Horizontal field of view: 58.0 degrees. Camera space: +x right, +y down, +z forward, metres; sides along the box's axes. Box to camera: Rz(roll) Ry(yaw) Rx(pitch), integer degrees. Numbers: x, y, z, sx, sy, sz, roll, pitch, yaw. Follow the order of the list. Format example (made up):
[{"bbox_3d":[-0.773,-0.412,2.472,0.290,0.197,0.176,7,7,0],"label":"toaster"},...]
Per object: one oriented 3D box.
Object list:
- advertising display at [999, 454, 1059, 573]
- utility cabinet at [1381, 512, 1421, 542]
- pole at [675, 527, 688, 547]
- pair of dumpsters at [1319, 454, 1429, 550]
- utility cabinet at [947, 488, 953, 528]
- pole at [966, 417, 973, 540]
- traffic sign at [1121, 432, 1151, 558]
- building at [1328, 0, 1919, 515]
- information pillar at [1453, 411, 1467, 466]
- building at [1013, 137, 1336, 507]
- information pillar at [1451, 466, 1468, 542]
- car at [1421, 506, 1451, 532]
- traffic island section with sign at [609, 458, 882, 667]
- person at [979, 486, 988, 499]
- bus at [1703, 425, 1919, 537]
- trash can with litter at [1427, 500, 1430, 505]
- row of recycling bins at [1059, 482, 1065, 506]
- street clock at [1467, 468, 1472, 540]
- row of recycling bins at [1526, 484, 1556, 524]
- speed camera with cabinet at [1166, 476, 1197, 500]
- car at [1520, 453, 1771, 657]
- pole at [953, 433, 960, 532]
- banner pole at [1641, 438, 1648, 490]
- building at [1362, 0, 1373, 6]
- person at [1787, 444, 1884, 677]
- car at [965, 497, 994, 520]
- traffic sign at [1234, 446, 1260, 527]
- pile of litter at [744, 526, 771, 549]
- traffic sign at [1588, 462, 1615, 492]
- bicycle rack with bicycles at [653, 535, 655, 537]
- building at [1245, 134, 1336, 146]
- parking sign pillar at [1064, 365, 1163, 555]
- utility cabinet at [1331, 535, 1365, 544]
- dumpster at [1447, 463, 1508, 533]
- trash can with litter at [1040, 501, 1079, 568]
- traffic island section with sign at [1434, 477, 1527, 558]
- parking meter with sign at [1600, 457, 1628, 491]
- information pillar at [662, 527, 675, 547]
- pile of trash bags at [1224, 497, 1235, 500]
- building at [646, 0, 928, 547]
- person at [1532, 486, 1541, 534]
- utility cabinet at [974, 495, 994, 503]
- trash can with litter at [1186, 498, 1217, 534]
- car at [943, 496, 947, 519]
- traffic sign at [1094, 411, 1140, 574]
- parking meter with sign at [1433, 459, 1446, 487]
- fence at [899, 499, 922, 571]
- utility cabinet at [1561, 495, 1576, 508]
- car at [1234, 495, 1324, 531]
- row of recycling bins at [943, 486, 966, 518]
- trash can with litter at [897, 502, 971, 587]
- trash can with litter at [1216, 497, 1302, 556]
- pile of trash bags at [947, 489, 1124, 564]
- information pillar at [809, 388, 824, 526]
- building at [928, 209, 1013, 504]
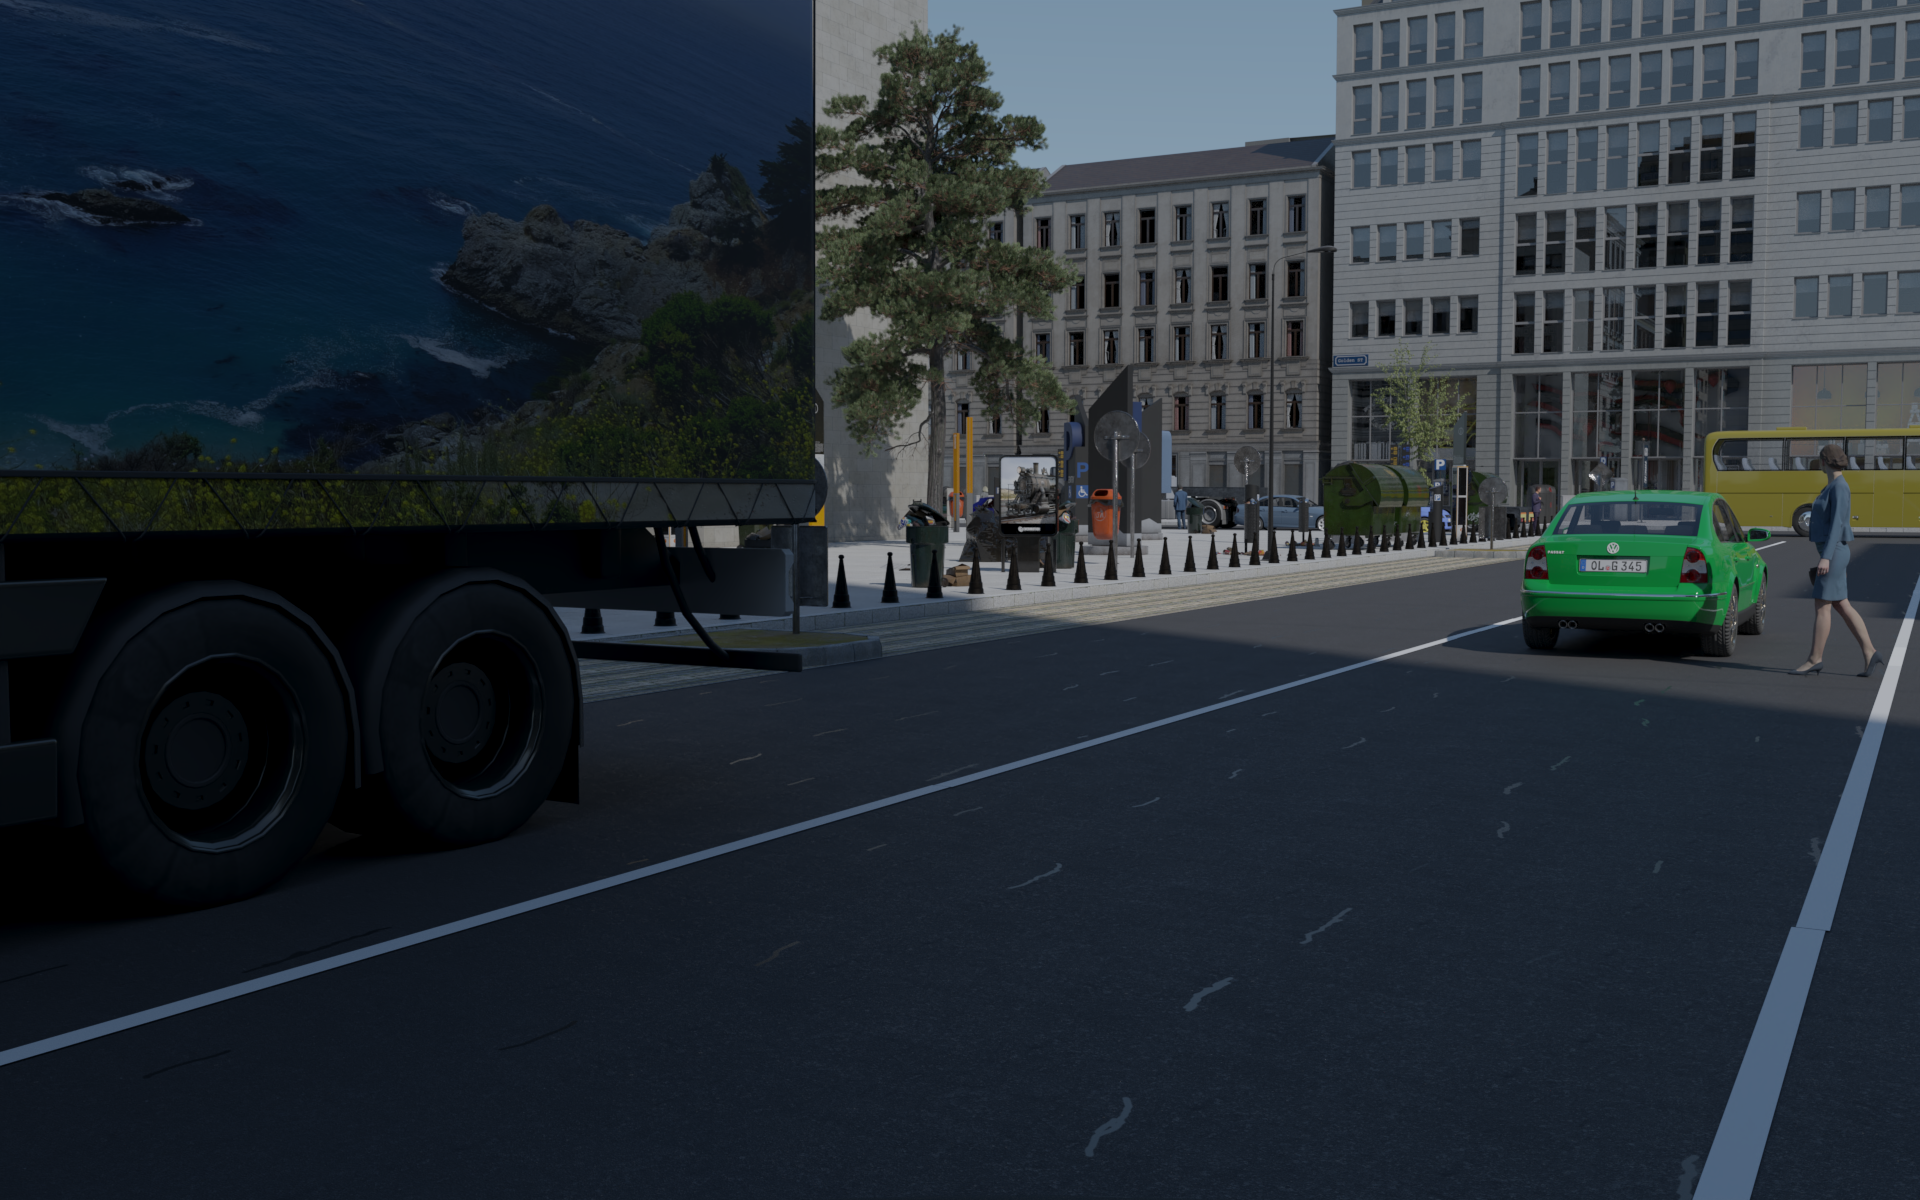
[{"bbox_3d":[1.121,-1.410,28.268,0.974,1.923,0.123,1,4,10],"label":"advertising display"},{"bbox_3d":[11.925,-2.181,46.814,1.020,1.237,0.306,3,4,38],"label":"utility cabinet"},{"bbox_3d":[-4.722,-2.169,29.310,0.158,3.312,0.155,0,3,0],"label":"pole"},{"bbox_3d":[9.838,-2.366,41.173,1.574,2.255,4.437,2,4,29],"label":"pair of dumpsters"},{"bbox_3d":[-0.286,-3.494,65.813,0.318,1.500,1.173,0,4,4],"label":"utility cabinet"},{"bbox_3d":[0.249,-3.191,46.017,0.158,3.312,0.155,0,3,0],"label":"pole"},{"bbox_3d":[3.456,-2.115,34.689,0.768,2.556,0.104,3,4,37],"label":"traffic sign"},{"bbox_3d":[35.130,-19.017,88.426,29.804,29.767,11.434,2,4,30],"label":"building"},{"bbox_3d":[14.244,-3.549,49.375,0.183,3.616,0.504,-1,4,-23],"label":"information pillar"},{"bbox_3d":[13.581,-15.360,100.286,18.267,20.994,9.793,2,4,30],"label":"building"},{"bbox_3d":[13.264,-2.538,45.996,0.304,2.012,0.304,-1,4,-12],"label":"information pillar"},{"bbox_3d":[15.851,-3.235,62.489,3.694,1.707,1.945,2,4,28],"label":"car"},{"bbox_3d":[-1.770,-0.402,15.199,1.989,1.847,2.006,2,4,30],"label":"traffic island section with sign"},{"bbox_3d":[1.104,-4.501,82.281,0.537,1.800,0.526,-3,4,-36],"label":"person"},{"bbox_3d":[31.193,-4.003,56.999,12.252,3.916,2.896,2,4,28],"label":"bus"},{"bbox_3d":[20.950,-4.063,77.813,0.624,1.170,1.055,0,4,-3],"label":"trash can with litter"},{"bbox_3d":[3.994,-2.892,54.400,3.534,1.692,1.069,3,5,41],"label":"row of recycling bins"},{"bbox_3d":[14.124,-2.692,48.590,0.471,2.002,0.358,-3,5,-40],"label":"street clock"},{"bbox_3d":[25.343,-4.190,75.622,1.069,1.692,3.534,2,4,26],"label":"row of recycling bins"},{"bbox_3d":[11.200,-5.772,88.700,2.038,3.252,0.660,-2,4,-32],"label":"speed camera with cabinet"},{"bbox_3d":[6.736,-0.491,16.830,1.959,1.807,4.718,2,4,30],"label":"car"},{"bbox_3d":[-0.122,-3.923,57.989,0.158,3.312,0.155,0,3,0],"label":"pole"},{"bbox_3d":[30.694,-5.363,77.695,0.401,3.779,0.863,3,5,40],"label":"banner pole"},{"bbox_3d":[46.717,-32.340,152.455,21.300,48.544,21.600,2,4,30],"label":"building"},{"bbox_3d":[6.877,-0.308,13.563,0.654,1.822,0.581,3,5,42],"label":"person"},{"bbox_3d":[2.212,-3.346,67.291,3.894,1.354,1.945,2,4,28],"label":"car"},{"bbox_3d":[7.555,-2.791,45.745,0.768,2.556,0.104,2,4,35],"label":"traffic sign"},{"bbox_3d":[-2.694,-0.519,22.443,1.719,0.858,1.176,3,5,44],"label":"pile of litter"},{"bbox_3d":[19.863,-3.062,53.699,0.795,2.450,0.064,2,4,30],"label":"traffic sign"},{"bbox_3d":[-8.040,-2.601,55.906,2.852,0.926,2.925,1,4,16],"label":"bicycle rack with bicycles"},{"bbox_3d":[41.575,-31.569,199.743,14.086,41.232,14.154,2,4,30],"label":"building"},{"bbox_3d":[3.287,-2.953,36.759,1.447,3.967,1.447,-2,4,-35],"label":"parking sign pillar"},{"bbox_3d":[10.112,-2.077,45.114,0.306,1.237,1.020,-2,4,-28],"label":"utility cabinet"},{"bbox_3d":[16.127,-3.155,54.082,1.502,2.255,1.985,2,4,30],"label":"dumpster"},{"bbox_3d":[1.518,-1.132,29.890,1.055,1.170,0.624,2,4,29],"label":"trash can with litter"},{"bbox_3d":[12.047,-1.882,39.398,1.989,1.847,2.006,2,4,30],"label":"traffic island section with sign"},{"bbox_3d":[30.839,-5.181,80.978,1.738,3.016,0.543,-1,4,-11],"label":"parking meter with sign"},{"bbox_3d":[-5.856,-1.866,35.005,0.304,2.012,0.304,3,5,40],"label":"information pillar"},{"bbox_3d":[14.207,-4.755,87.496,1.912,1.369,3.447,2,4,32],"label":"pile of trash bags"},{"bbox_3d":[-10.790,-11.887,49.106,16.860,20.320,10.420,2,4,30],"label":"building"},{"bbox_3d":[20.074,-3.113,60.312,0.530,1.710,0.541,3,5,44],"label":"person"},{"bbox_3d":[1.207,-4.745,88.747,1.020,1.237,0.306,-2,4,-29],"label":"utility cabinet"},{"bbox_3d":[7.809,-2.722,55.891,1.055,1.170,0.624,3,4,39],"label":"trash can with litter"},{"bbox_3d":[-2.195,-3.833,72.464,4.222,1.686,2.009,2,4,28],"label":"car"},{"bbox_3d":[2.377,-1.615,26.517,0.768,2.556,0.104,2,4,30],"label":"traffic sign"},{"bbox_3d":[23.558,-5.452,85.405,0.543,3.016,1.738,1,4,23],"label":"parking meter with sign"},{"bbox_3d":[-0.738,-1.151,30.024,0.480,1.192,2.264,0,4,2],"label":"fence"},{"bbox_3d":[28.989,-4.328,81.916,1.020,1.237,0.306,0,4,6],"label":"utility cabinet"},{"bbox_3d":[12.704,-3.292,65.827,4.499,1.417,2.014,2,4,31],"label":"car"},{"bbox_3d":[-1.133,-5.132,91.024,3.534,1.692,1.069,-1,4,-20],"label":"row of recycling bins"},{"bbox_3d":[-0.302,-0.770,23.980,1.055,1.170,0.624,-3,5,-42],"label":"trash can with litter"},{"bbox_3d":[6.091,-1.568,36.700,1.678,1.210,2.233,-1,4,-19],"label":"trash can with litter"},{"bbox_3d":[1.599,-1.390,32.479,3.447,1.369,1.912,3,5,40],"label":"pile of trash bags"},{"bbox_3d":[-3.000,-2.735,36.073,0.183,3.616,0.504,2,4,28],"label":"information pillar"},{"bbox_3d":[-2.268,-15.914,109.351,18.267,20.994,9.793,2,4,30],"label":"building"}]
